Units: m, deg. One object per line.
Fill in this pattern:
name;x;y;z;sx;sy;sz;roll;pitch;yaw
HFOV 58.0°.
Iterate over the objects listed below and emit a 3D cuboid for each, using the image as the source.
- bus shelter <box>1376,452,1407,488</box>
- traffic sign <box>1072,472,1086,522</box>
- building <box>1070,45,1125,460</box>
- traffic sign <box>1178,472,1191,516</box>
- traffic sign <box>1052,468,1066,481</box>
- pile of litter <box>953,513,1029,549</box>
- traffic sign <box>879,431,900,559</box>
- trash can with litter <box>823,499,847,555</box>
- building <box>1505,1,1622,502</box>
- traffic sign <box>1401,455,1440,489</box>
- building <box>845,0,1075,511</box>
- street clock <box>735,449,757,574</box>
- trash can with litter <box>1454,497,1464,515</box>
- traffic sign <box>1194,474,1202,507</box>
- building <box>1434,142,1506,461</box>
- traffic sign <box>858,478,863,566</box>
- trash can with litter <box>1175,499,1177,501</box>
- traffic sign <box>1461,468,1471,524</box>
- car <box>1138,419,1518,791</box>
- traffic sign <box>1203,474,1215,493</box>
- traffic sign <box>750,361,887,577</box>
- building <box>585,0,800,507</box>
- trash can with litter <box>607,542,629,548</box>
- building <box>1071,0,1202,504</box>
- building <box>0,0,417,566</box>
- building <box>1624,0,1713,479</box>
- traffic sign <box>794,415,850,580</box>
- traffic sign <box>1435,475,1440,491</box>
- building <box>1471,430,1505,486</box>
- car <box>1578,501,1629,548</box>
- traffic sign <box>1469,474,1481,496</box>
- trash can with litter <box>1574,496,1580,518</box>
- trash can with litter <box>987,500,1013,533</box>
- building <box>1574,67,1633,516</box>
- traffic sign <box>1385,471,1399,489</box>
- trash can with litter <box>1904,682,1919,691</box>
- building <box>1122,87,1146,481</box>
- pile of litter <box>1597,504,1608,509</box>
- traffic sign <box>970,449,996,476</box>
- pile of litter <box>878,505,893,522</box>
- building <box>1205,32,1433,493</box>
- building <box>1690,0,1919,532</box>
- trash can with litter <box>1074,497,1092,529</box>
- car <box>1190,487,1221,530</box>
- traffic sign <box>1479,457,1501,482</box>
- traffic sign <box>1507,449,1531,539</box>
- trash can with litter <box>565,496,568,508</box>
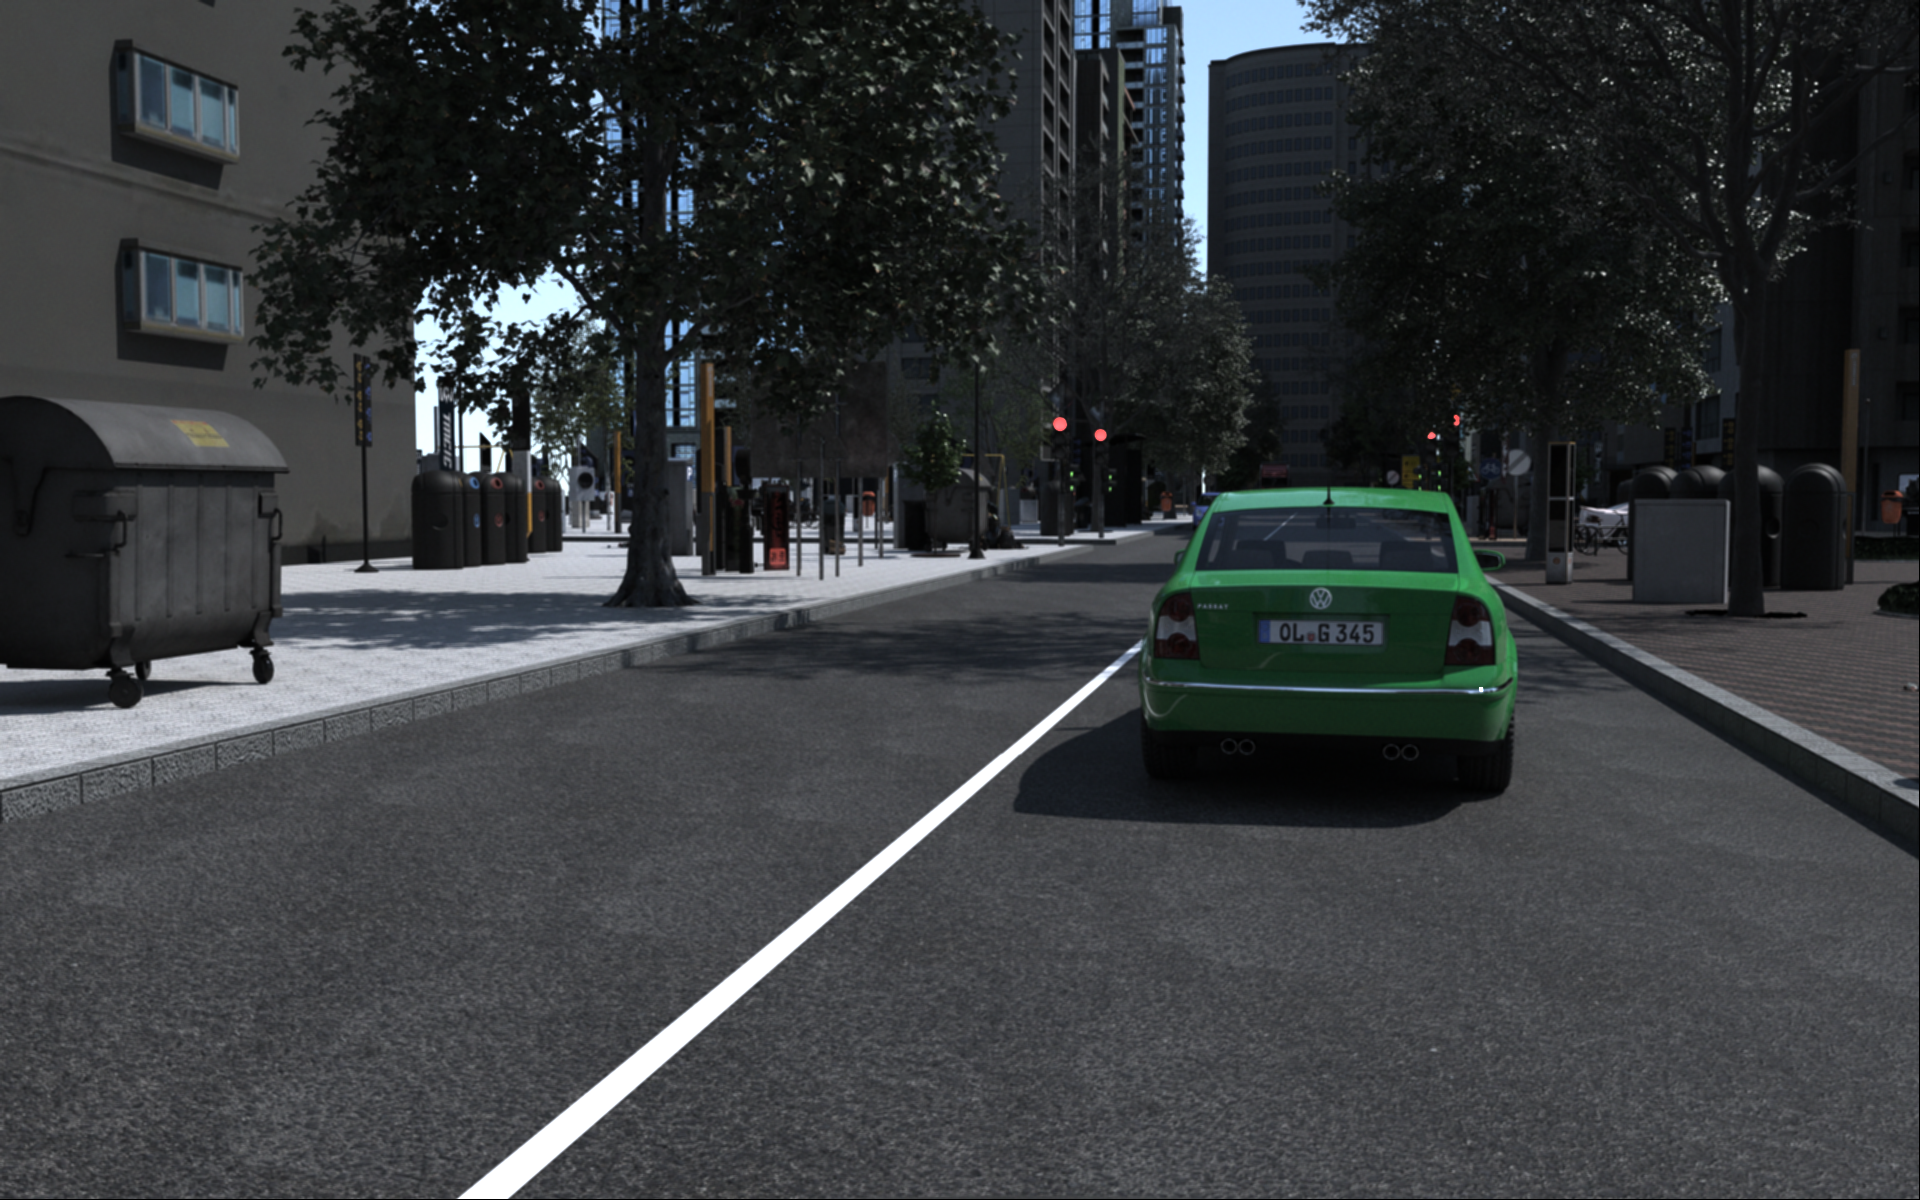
bus shelter;24.792;-6.601;99.204;1.731;3.624;6.357;1;4;12
traffic sign;4.708;-4.313;70.528;0.884;2.594;0.081;1;4;21
building;6.913;-28.860;155.447;14.154;41.232;14.086;1;4;12
traffic sign;12.897;-6.079;99.492;0.768;2.556;0.104;1;4;21
traffic sign;4.177;-4.307;70.421;0.884;2.594;0.081;1;4;18
pile of litter;0.719;-1.629;40.595;1.719;0.858;1.176;1;4;23
traffic sign;-1.569;-2.095;34.354;0.768;2.556;0.104;1;4;20
trash can with litter;-2.611;-1.556;36.829;0.624;1.170;1.055;-1;4;-15
building;54.303;-36.345;136.245;21.231;58.520;28.212;1;4;12
traffic sign;24.183;-5.902;90.373;2.265;3.308;0.079;1;4;19
building;0.194;-42.734;136.956;20.563;71.187;20.611;1;4;12
street clock;-3.453;-1.432;27.988;0.358;2.002;0.471;1;4;11
trash can with litter;34.243;-6.650;120.117;1.055;1.170;0.624;0;4;-4
traffic sign;15.262;-6.857;112.221;0.768;2.556;0.104;1;4;14
building;75.392;-36.735;220.227;30.456;49.044;23.786;1;4;12
traffic sign;-1.766;-1.869;30.670;0.768;2.556;0.104;1;4;17
trash can with litter;14.830;-6.739;121.567;0.624;1.170;1.055;1;4;18
traffic sign;17.157;-3.545;59.145;0.795;2.450;0.064;1;4;17
car;2.126;-0.066;9.869;1.959;1.807;4.718;1;4;14
traffic sign;15.994;-6.801;111.302;0.768;2.556;0.104;1;4;14
traffic sign;-2.213;-2.020;26.903;2.265;3.308;0.079;1;4;16
building;-24.470;-53.385;185.519;31.000;86.520;22.319;1;4;12
trash can with litter;-7.712;-1.884;41.854;1.678;1.210;2.233;-1;4;-22
building;16.697;-56.125;230.322;31.000;86.520;22.319;1;4;12
building;-23.552;-24.592;25.785;21.600;48.544;21.300;1;4;12
building;37.760;-25.995;75.125;14.600;45.320;14.200;1;4;12
traffic sign;-2.068;-1.577;25.789;0.884;2.594;0.081;1;4;18
traffic sign;22.341;-4.851;81.442;0.606;2.300;0.079;1;4;14
building;62.000;-52.068;163.977;22.319;86.520;31.000;1;4;12
car;18.240;-1.936;44.010;4.827;1.381;2.083;1;4;12
traffic sign;22.630;-4.700;76.849;0.884;2.594;0.081;1;4;13
trash can with litter;30.602;-4.537;85.240;2.233;1.210;1.678;-3;5;-42
trash can with litter;1.137;-2.603;53.952;1.055;1.170;0.624;1;4;12
building;52.230;-24.956;99.911;32.217;40.220;23.993;1;4;12
traffic sign;23.356;-5.721;93.641;0.768;2.556;0.104;1;4;19
trash can with litter;6.641;0.048;10.280;1.678;1.210;2.233;-1;4;-8
building;5.091;-32.252;181.937;28.867;44.769;22.147;1;4;12
pile of litter;28.207;-3.825;76.507;1.176;0.858;1.719;-1;4;-9
traffic sign;0.606;-3.073;50.242;0.884;2.594;0.081;1;4;13
pile of litter;-3.339;-4.059;80.329;1.176;0.858;1.719;1;4;9
building;46.451;-41.763;224.830;28.212;58.520;21.231;1;4;12
building;35.217;-17.772;62.270;14.107;30.474;14.160;1;4;12
trash can with litter;4.368;-3.203;63.751;1.055;1.170;0.624;-3;5;-44
car;10.210;-3.649;69.250;1.945;1.707;3.694;1;4;10
traffic sign;18.429;-3.675;60.195;0.768;2.556;0.104;1;4;21
traffic sign;15.725;-2.990;48.987;0.768;2.556;0.104;1;4;18
trash can with litter;-27.723;-6.677;120.561;1.055;1.170;0.624;3;5;43
